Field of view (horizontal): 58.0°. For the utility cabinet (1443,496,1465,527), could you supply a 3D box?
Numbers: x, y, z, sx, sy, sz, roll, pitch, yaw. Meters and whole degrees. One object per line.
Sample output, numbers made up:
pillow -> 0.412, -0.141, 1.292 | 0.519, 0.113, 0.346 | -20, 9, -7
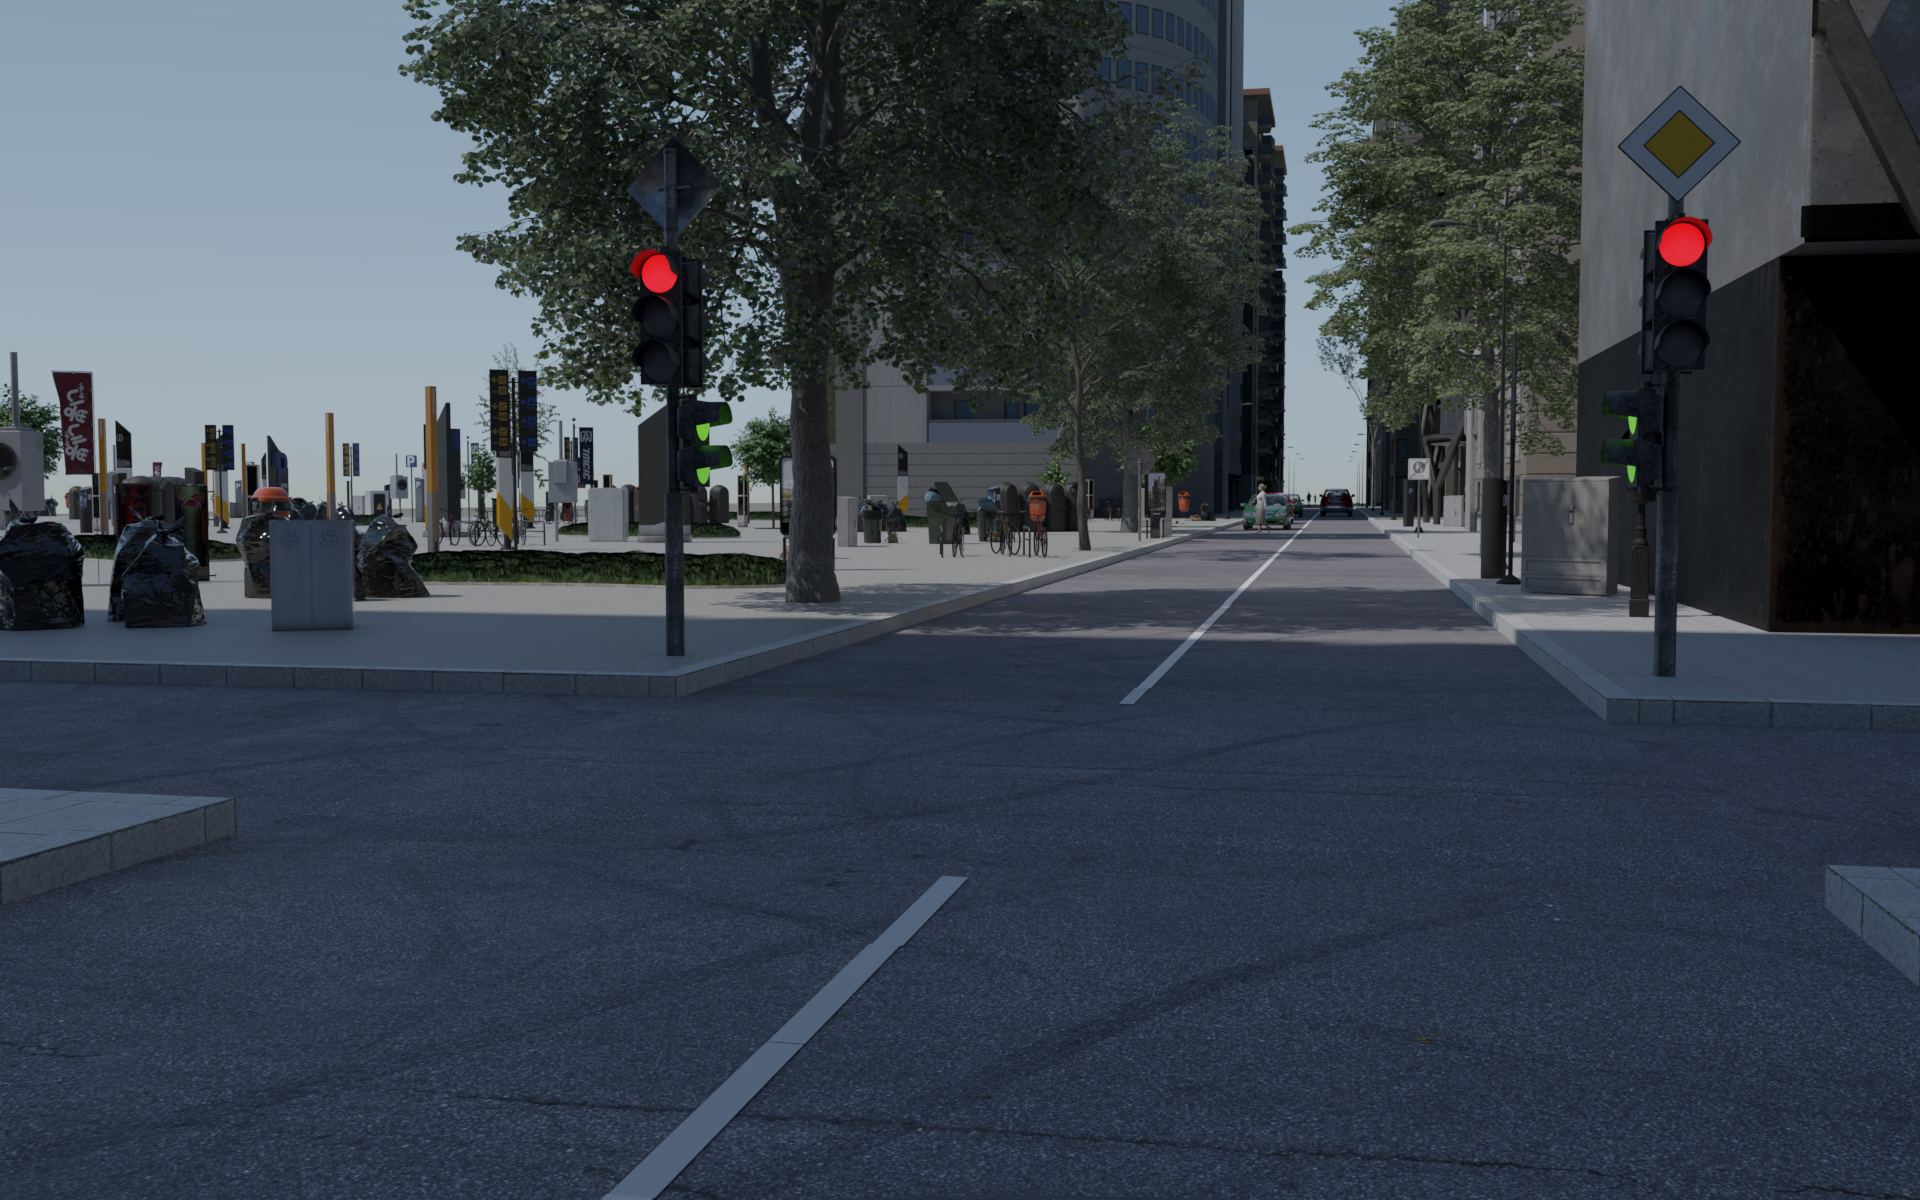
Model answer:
utility cabinet -> 19.346, -3.457, 67.678 | 0.306, 1.237, 1.020 | -2, 4, -26

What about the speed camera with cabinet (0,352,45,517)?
speed camera with cabinet -> -13.866, -1.817, 24.051 | 2.038, 3.252, 0.660 | 0, 4, 3

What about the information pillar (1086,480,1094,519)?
information pillar -> 6.628, -5.139, 88.521 | 0.304, 2.012, 0.304 | -2, 4, -26

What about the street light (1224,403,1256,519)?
street light -> 14.230, -7.095, 88.544 | 1.470, 5.913, 1.316 | 1, 4, 12

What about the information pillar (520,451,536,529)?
information pillar -> -16.017, -4.453, 64.162 | 0.504, 3.616, 0.183 | -1, 4, -21

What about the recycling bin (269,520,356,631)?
recycling bin -> -6.186, -0.246, 16.576 | 0.722, 1.027, 0.722 | -1, 4, -17

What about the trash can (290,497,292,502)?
trash can -> -35.030, -4.788, 89.940 | 0.748, 1.137, 0.748 | 0, 3, 0

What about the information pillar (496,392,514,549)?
information pillar -> -10.447, -2.957, 39.708 | 0.183, 3.616, 0.504 | 1, 4, 22

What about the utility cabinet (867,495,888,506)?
utility cabinet -> -4.094, -4.586, 86.149 | 1.020, 1.237, 0.306 | -2, 4, -33

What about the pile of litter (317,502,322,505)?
pile of litter -> -34.880, -4.907, 94.194 | 1.719, 0.858, 1.176 | 2, 4, 33

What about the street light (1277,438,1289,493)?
street light -> 26.437, -10.520, 144.542 | 1.470, 5.913, 1.316 | 1, 4, 12

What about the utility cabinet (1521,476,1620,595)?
utility cabinet -> 7.766, -0.820, 22.082 | 0.318, 1.500, 1.173 | -3, 5, -42

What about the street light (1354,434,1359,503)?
street light -> 31.143, -9.800, 132.765 | 1.470, 5.913, 1.316 | 1, 4, 12

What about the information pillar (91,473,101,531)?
information pillar -> -29.587, -3.365, 59.506 | 0.304, 2.012, 0.304 | 0, 4, 8

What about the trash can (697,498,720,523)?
trash can -> -8.316, -2.787, 57.219 | 0.748, 1.137, 0.748 | 0, 3, 0

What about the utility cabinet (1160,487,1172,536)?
utility cabinet -> 6.098, -2.658, 52.132 | 0.318, 1.500, 1.173 | 1, 4, 20

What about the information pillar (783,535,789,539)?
information pillar -> -4.921, -2.770, 49.782 | 0.304, 2.012, 0.304 | 0, 4, -1

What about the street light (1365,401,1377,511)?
street light -> 20.779, -6.880, 85.027 | 1.470, 5.913, 1.316 | 1, 4, 12

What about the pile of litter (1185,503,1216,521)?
pile of litter -> 11.454, -4.185, 82.386 | 1.719, 0.858, 1.176 | -1, 4, -14

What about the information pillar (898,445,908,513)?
information pillar -> -2.692, -5.492, 81.155 | 0.504, 3.616, 0.183 | 0, 4, -7

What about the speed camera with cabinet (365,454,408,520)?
speed camera with cabinet -> -27.825, -5.486, 84.027 | 0.660, 3.252, 2.038 | 3, 5, 40

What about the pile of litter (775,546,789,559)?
pile of litter -> -3.135, -1.247, 34.349 | 1.176, 0.858, 1.719 | 1, 4, 20

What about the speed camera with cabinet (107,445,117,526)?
speed camera with cabinet -> -33.212, -4.610, 69.706 | 2.038, 3.252, 0.660 | -1, 4, -10

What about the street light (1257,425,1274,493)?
street light -> 20.337, -8.791, 116.275 | 1.470, 5.913, 1.316 | 1, 4, 12

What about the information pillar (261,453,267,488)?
information pillar -> -39.143, -6.490, 97.462 | 0.183, 3.616, 0.504 | 0, 4, 5

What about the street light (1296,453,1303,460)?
street light -> 38.145, -13.784, 197.901 | 1.470, 5.913, 1.316 | 1, 4, 12

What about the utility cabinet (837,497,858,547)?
utility cabinet -> -2.744, -1.908, 42.361 | 0.306, 1.237, 1.020 | 1, 4, 9

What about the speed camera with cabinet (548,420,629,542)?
speed camera with cabinet -> -10.021, -3.203, 46.705 | 2.038, 3.252, 0.660 | 0, 3, 0

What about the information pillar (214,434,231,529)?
information pillar -> -27.206, -4.432, 63.812 | 0.504, 3.616, 0.183 | -3, 5, -41

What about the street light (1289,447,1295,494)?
street light -> 31.939, -12.072, 169.919 | 1.470, 5.913, 1.316 | 1, 4, 12

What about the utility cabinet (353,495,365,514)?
utility cabinet -> -32.638, -5.070, 94.061 | 1.020, 1.237, 0.306 | 2, 4, 35

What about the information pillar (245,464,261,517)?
information pillar -> -17.584, -2.363, 43.129 | 0.304, 2.012, 0.304 | -1, 4, -12

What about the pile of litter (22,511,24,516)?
pile of litter -> -40.123, -3.635, 73.397 | 1.719, 0.858, 1.176 | -3, 5, -42

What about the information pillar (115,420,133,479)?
information pillar -> -26.472, -3.884, 54.855 | 0.504, 3.616, 0.183 | 0, 4, 2

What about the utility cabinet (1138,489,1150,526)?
utility cabinet -> 7.757, -3.725, 69.587 | 1.173, 1.500, 0.318 | 2, 4, 25

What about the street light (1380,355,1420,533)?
street light -> 14.716, -5.195, 57.480 | 1.470, 5.913, 1.316 | 1, 4, 12

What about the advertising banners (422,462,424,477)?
advertising banners -> -29.283, -6.063, 95.310 | 0.090, 3.025, 2.074 | -2, 4, -32

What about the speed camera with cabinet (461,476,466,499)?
speed camera with cabinet -> -24.600, -5.429, 83.104 | 0.660, 3.252, 2.038 | 1, 4, 23

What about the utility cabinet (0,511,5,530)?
utility cabinet -> -34.120, -3.106, 61.938 | 0.306, 1.237, 1.020 | 1, 4, 15

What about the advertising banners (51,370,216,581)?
advertising banners -> -11.915, -1.764, 25.033 | 2.074, 3.025, 0.090 | -2, 4, -27

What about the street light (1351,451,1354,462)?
street light -> 37.160, -11.488, 160.363 | 1.470, 5.913, 1.316 | 1, 4, 12

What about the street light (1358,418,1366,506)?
street light -> 25.138, -8.118, 105.277 | 1.470, 5.913, 1.316 | 1, 4, 12

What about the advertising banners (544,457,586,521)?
advertising banners -> -18.559, -5.226, 81.635 | 2.074, 3.025, 0.090 | -1, 4, -10

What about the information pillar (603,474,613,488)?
information pillar -> -13.010, -3.639, 63.993 | 0.304, 2.012, 0.304 | 0, 4, 3

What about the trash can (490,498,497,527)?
trash can -> -16.866, -3.177, 63.599 | 0.748, 1.137, 0.748 | 0, 3, 0

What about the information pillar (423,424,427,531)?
information pillar -> -17.875, -4.092, 58.258 | 0.183, 3.616, 0.504 | 1, 4, 11

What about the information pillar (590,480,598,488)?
information pillar -> -18.814, -5.175, 89.097 | 0.304, 2.012, 0.304 | 3, 4, 39
